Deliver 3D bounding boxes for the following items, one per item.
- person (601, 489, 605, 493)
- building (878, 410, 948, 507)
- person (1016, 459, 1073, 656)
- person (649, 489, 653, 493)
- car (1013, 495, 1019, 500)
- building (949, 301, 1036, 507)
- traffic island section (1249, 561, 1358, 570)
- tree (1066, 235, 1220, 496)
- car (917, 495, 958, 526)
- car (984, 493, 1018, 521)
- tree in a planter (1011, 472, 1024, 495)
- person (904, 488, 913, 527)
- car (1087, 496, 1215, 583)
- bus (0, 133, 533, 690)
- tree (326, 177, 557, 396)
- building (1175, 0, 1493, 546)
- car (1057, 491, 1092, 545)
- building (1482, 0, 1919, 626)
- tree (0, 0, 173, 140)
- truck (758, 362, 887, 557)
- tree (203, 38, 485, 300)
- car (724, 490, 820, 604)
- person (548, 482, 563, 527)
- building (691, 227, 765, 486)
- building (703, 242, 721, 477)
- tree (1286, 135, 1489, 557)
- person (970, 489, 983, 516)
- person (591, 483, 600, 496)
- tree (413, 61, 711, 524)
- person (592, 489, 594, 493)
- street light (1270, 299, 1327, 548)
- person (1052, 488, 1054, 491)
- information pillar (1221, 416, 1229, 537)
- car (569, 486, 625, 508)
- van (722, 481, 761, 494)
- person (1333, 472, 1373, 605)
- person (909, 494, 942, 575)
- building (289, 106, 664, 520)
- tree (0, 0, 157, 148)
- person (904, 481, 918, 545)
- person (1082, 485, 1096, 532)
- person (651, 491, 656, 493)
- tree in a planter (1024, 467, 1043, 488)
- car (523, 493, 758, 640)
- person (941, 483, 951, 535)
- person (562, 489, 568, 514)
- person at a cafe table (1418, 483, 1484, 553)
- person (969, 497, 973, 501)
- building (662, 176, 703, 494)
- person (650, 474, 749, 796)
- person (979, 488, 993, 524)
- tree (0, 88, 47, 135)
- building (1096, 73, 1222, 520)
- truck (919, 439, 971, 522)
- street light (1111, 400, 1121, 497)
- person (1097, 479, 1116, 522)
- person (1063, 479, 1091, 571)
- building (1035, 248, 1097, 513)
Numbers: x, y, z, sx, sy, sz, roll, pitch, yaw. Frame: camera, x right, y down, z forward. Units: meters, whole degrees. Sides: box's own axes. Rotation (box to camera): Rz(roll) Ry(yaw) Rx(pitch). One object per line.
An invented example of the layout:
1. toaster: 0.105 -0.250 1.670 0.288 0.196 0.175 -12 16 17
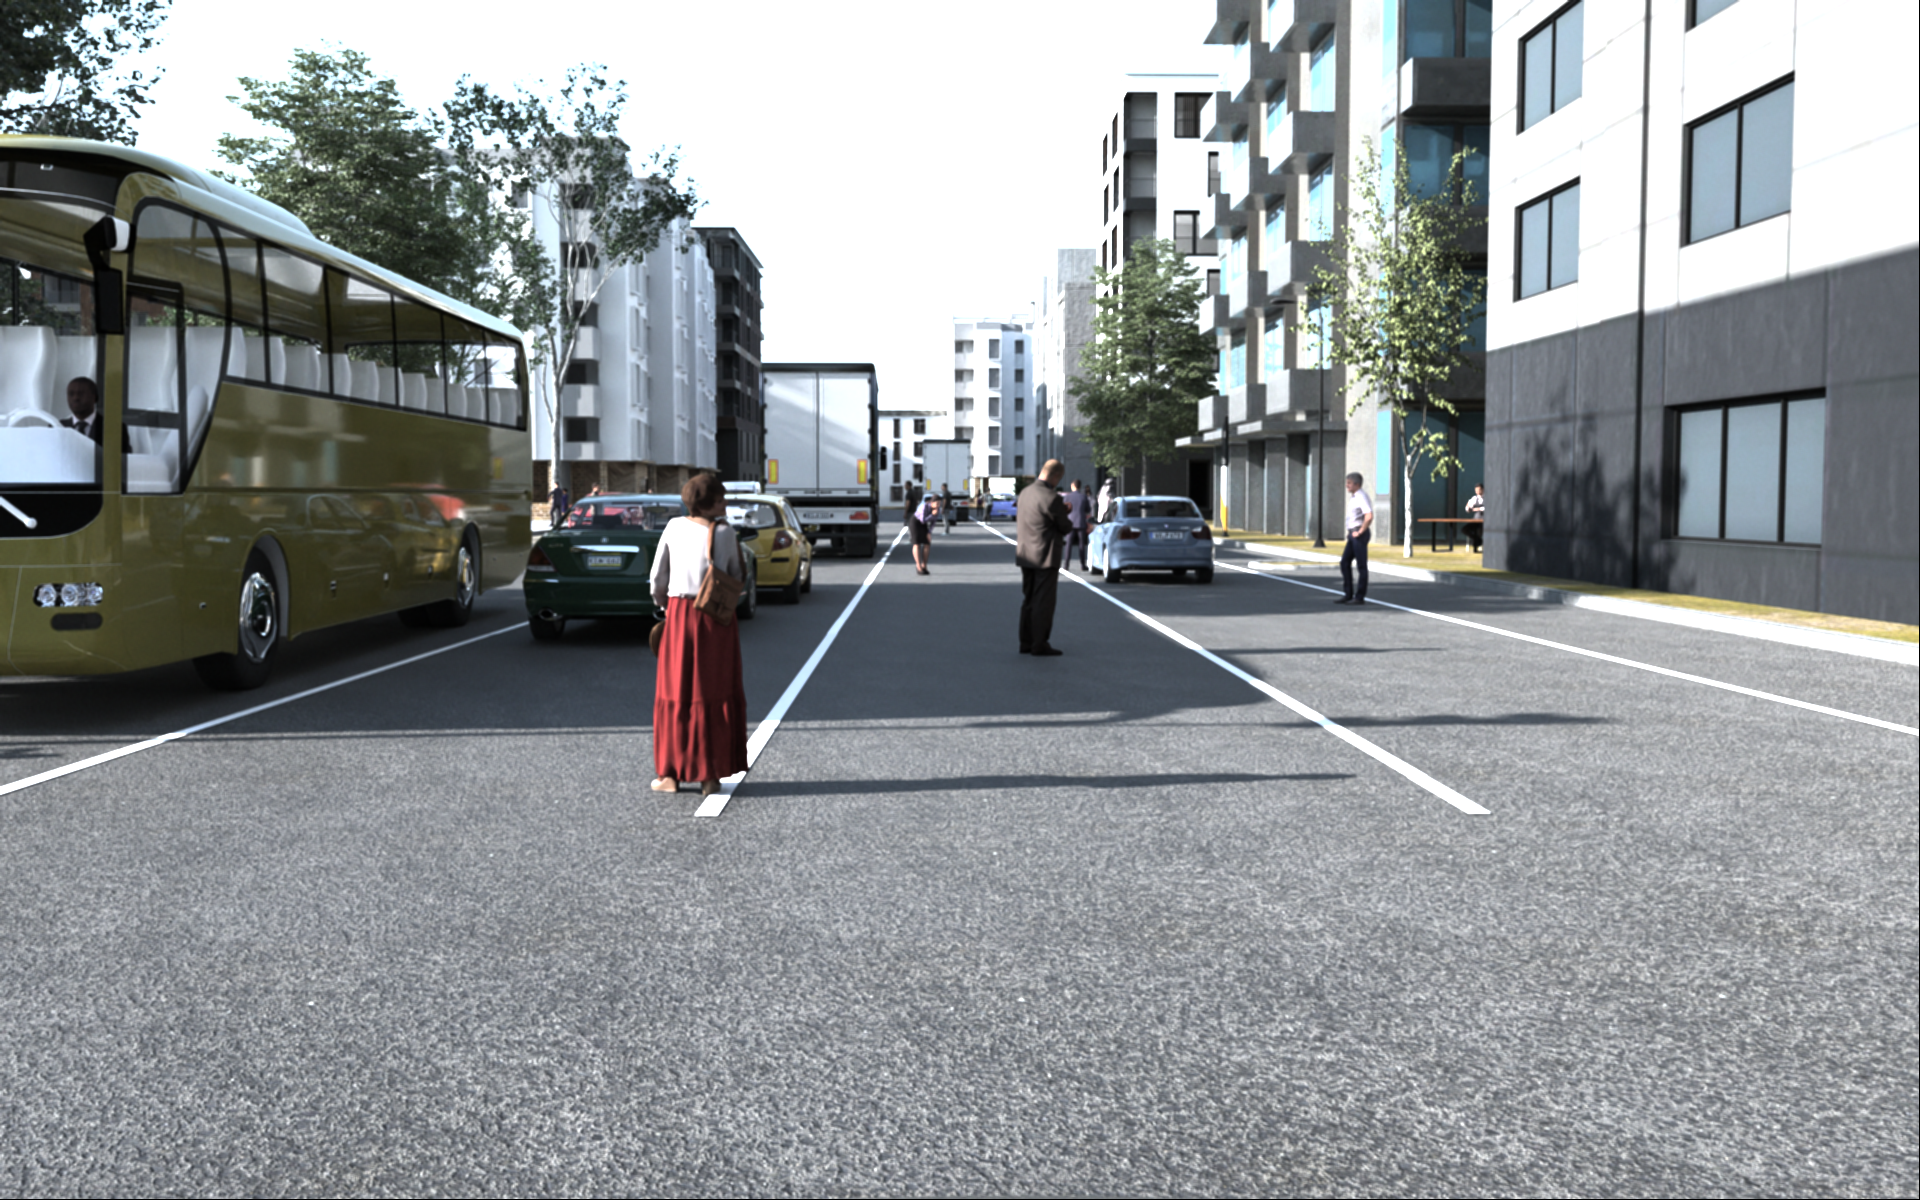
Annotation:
1. person: -17.376 -4.612 83.997 0.613 1.512 0.480 0 4 -1
2. building: -15.255 -14.106 172.786 28.070 9.664 9.099 0 4 -1
3. person: 0.774 -0.384 15.473 0.565 1.739 0.600 2 4 29
4. person: -12.643 -3.715 70.709 0.415 1.643 0.593 0 4 -5
5. car: 4.469 -8.300 148.060 2.083 1.381 4.827 0 4 1
6. building: 4.635 -19.536 175.830 11.380 20.091 16.016 0 4 -1
7. traffic island section: 6.694 -0.668 33.783 1.991 0.108 1.994 0 4 -1
8. tree: 8.537 -9.667 76.181 7.486 12.596 7.792 0 3 0
9. car: -1.076 -4.117 79.322 2.014 1.417 4.499 0 4 -2
10. car: 2.236 -5.100 92.976 1.945 1.707 3.694 0 3 0
11. tree in a planter: 4.885 -8.638 138.458 1.991 3.239 1.994 0 4 -1
12. person: -2.150 -4.042 75.500 0.541 1.710 0.530 3 5 44
13. car: 3.190 -1.056 29.272 2.014 1.417 4.499 0 4 -1
14. bus: -6.449 -1.486 15.838 2.896 3.916 12.252 0 4 -2
15. tree: -16.683 -7.908 55.049 9.928 11.665 9.643 0 3 0
16. building: 19.972 -26.597 54.473 23.786 49.044 30.456 0 4 -1
17. car: 2.782 -2.543 50.620 2.155 1.783 4.494 0 4 -3
18. building: 19.430 -35.454 17.930 20.611 71.187 20.563 0 4 -1
19. tree: -30.499 -12.030 52.576 12.611 20.169 13.585 0 3 0
20. truck: -3.236 -3.271 42.396 2.839 4.237 11.283 0 4 -2
21. tree: -15.550 -7.687 43.806 7.486 12.596 7.792 0 3 0
22. car: -2.975 -0.841 23.972 2.015 1.641 3.980 0 4 -2
23. person: -16.050 -3.790 68.452 0.568 1.767 0.683 2 4 25
24. building: -33.716 -18.486 146.227 32.646 21.610 27.936 0 4 -1
25. building: -24.569 -15.706 113.218 16.016 20.091 11.380 0 4 -1
26. tree: 9.005 -5.180 35.057 4.737 8.622 4.395 0 3 0
27. person: 1.278 -6.334 112.748 1.217 1.739 0.721 0 4 -8
28. person: -10.377 -2.511 50.086 0.750 1.759 0.617 1 4 11
29. tree: -15.944 -13.342 74.035 12.611 20.169 13.585 0 3 0
30. person: -16.270 -4.200 77.187 0.523 1.526 0.387 2 4 26
31. street light: 8.079 -4.209 41.355 1.470 5.913 1.316 0 4 -1
32. person: 3.991 -3.996 73.982 0.789 1.805 0.875 0 4 6
33. information pillar: 7.943 -3.704 51.915 0.183 3.616 0.504 0 4 -5
34. car: -10.973 -2.743 53.895 2.155 1.783 4.494 0 4 -2
35. van: -7.163 -2.976 55.676 2.013 2.044 4.112 0 4 -2
36. person: 5.106 -0.797 22.474 0.436 1.711 0.756 0 4 5
37. person: -0.589 -1.157 30.642 0.421 1.427 0.697 -3 5 -45
38. building: -24.435 -14.256 89.508 16.016 20.091 11.380 0 4 -1
39. tree: -15.160 -6.996 21.041 9.857 13.997 8.962 0 3 0
40. person: -1.428 -2.470 49.010 0.434 1.807 0.598 2 4 33
41. person: 4.291 -3.008 58.354 0.551 1.740 0.621 -2 4 -32
42. person: -11.501 -3.299 64.655 0.499 1.552 0.429 2 4 27
43. tree in a planter: 5.340 -6.991 111.518 1.991 3.239 1.994 0 4 -1
44. car: -3.291 -0.409 18.482 2.131 1.459 4.920 0 4 1
45. person: -0.514 -3.149 60.116 0.434 1.807 0.598 2 4 29
46. person: -18.116 -4.313 78.933 0.453 1.535 0.546 3 5 40
47. person at a cafe table: 11.363 -1.834 38.499 1.622 1.524 1.698 -3 5 -43
48. person: 0.507 -7.823 137.131 1.217 1.736 0.721 -3 4 -37
49. building: -24.024 -14.970 101.182 16.016 20.091 11.380 0 4 -1
50. person: -1.265 0.163 8.305 0.523 1.526 0.387 1 4 17
51. person: 1.318 -4.468 82.281 0.841 1.734 0.376 -3 4 -36
52. tree: -21.810 -7.104 34.271 7.486 12.596 7.792 0 3 0
53. building: 21.672 -15.723 101.046 27.936 21.610 32.646 0 4 -1
54. truck: -0.795 -6.406 93.658 2.839 4.237 11.283 0 4 -1
55. street light: 7.205 -6.809 83.875 1.470 5.913 1.316 0 4 -1
56. person: 3.009 -1.581 35.012 0.621 1.740 0.551 -2 4 -32
57. person: 2.182 -1.404 32.382 0.541 1.710 0.530 1 4 18
58. building: 15.121 -16.304 133.027 16.747 18.905 31.486 0 4 -1
